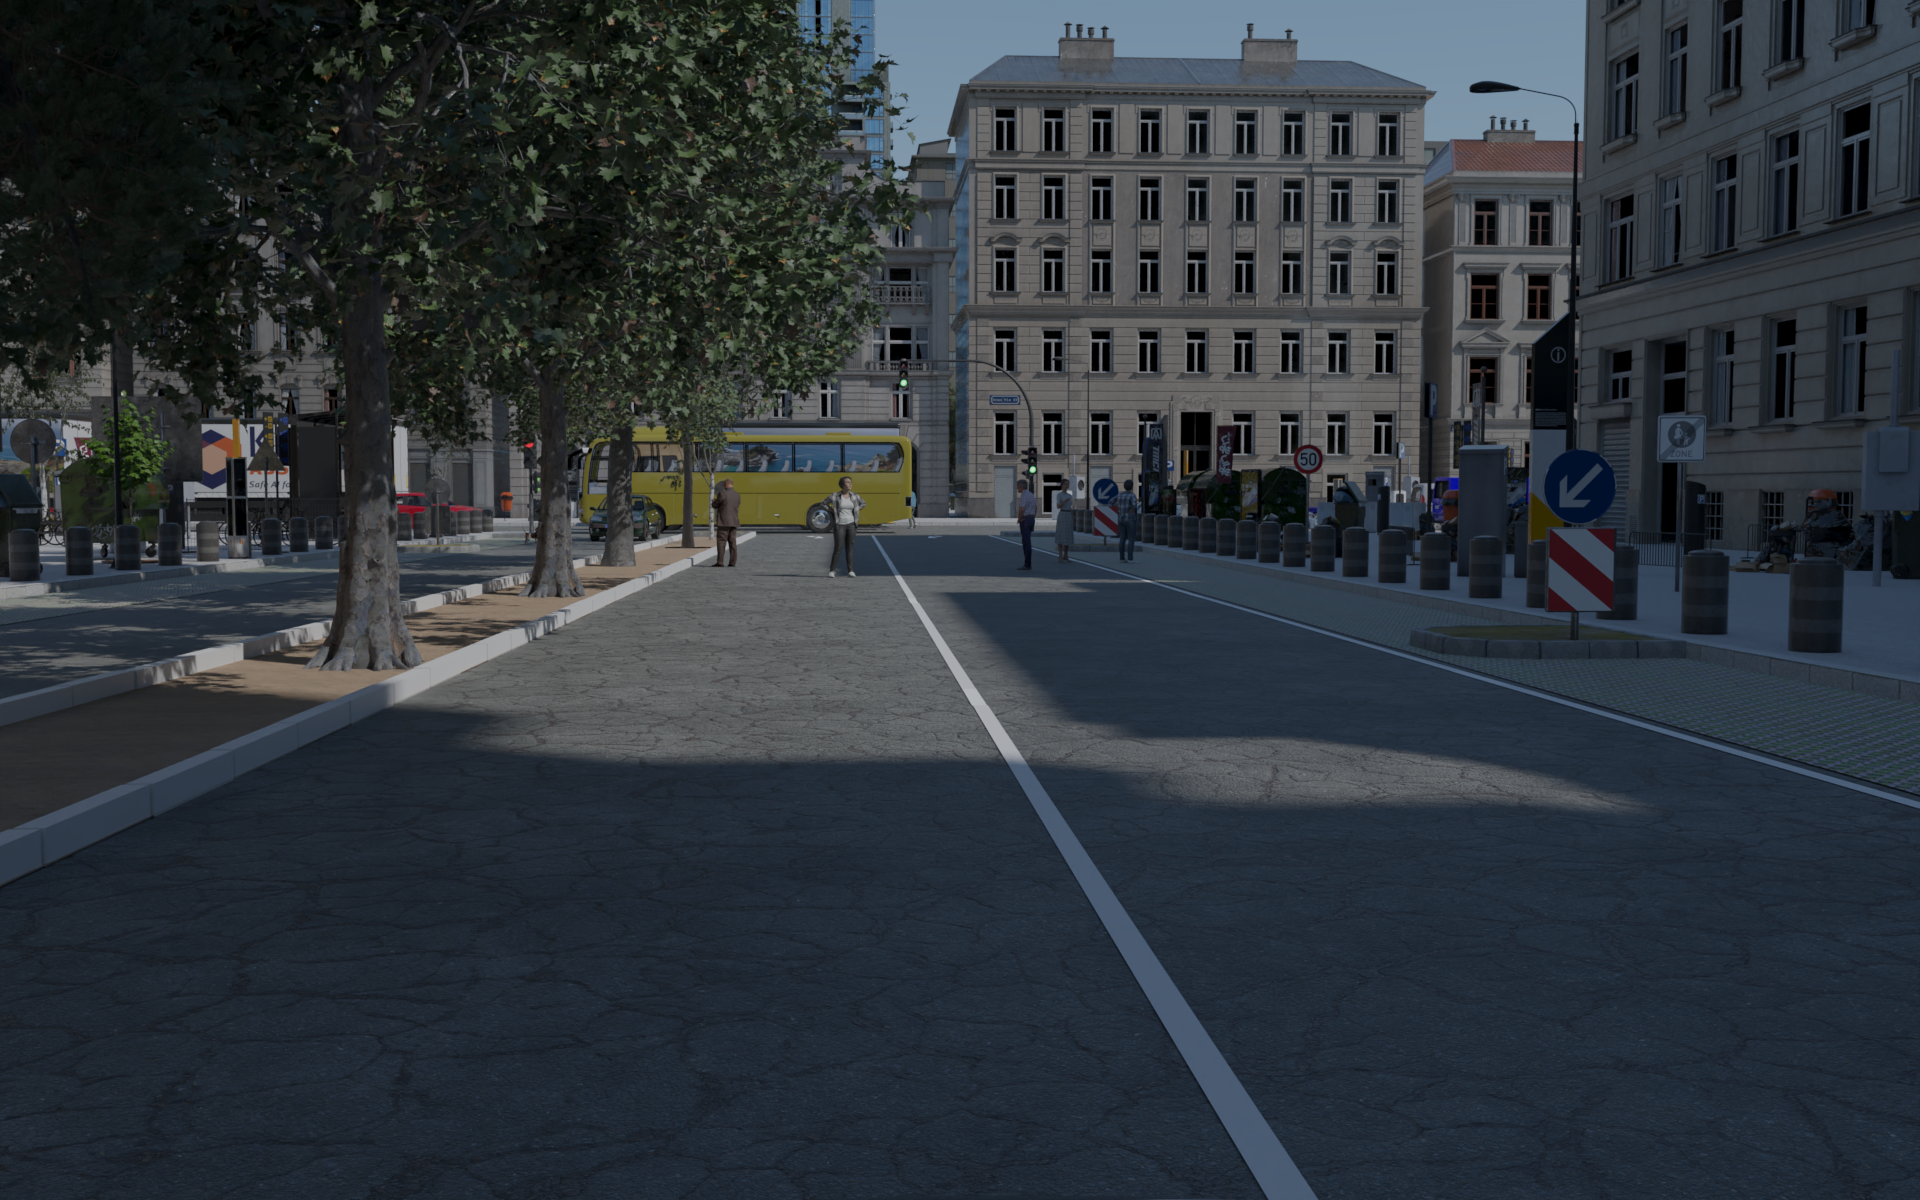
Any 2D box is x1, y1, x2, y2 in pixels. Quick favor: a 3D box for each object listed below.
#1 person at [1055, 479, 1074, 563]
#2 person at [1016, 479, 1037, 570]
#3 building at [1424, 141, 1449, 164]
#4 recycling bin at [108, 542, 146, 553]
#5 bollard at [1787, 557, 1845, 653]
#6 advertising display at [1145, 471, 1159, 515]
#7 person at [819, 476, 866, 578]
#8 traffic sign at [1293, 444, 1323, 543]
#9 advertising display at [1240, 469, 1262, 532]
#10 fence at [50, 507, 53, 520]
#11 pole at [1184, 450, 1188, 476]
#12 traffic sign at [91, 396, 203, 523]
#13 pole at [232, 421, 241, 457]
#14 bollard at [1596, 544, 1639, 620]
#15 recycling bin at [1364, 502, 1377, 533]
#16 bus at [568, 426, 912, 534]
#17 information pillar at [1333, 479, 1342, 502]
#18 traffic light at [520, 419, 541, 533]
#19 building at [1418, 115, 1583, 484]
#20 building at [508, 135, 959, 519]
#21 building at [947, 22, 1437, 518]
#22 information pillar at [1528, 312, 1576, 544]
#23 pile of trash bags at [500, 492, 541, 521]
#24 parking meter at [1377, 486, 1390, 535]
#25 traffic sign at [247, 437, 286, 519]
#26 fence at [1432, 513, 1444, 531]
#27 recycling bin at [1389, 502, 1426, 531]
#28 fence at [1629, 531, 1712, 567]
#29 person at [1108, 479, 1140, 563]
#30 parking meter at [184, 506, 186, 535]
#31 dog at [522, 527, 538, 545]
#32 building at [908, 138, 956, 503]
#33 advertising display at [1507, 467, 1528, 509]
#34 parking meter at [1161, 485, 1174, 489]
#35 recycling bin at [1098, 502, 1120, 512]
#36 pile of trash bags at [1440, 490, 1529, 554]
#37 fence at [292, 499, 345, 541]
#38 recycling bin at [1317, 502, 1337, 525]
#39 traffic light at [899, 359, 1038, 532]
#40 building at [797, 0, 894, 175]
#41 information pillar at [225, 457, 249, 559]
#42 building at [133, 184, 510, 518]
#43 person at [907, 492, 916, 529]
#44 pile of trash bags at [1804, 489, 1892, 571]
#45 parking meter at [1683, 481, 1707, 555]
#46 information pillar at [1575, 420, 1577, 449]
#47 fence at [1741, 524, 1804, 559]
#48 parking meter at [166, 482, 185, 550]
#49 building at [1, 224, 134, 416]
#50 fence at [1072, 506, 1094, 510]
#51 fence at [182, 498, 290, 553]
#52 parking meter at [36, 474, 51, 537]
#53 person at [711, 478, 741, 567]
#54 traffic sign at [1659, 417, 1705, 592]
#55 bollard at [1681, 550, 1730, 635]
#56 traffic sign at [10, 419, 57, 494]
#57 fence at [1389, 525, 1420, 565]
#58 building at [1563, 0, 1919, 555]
[{"bbox_3d":[2.239,-1.658,36.174,0.480,1.755,0.524,-3,5,-43],"label":"person"},{"bbox_3d":[1.201,-1.426,32.760,0.436,1.711,0.756,2,4,32],"label":"person"},{"bbox_3d":[57.406,-31.812,203.726,14.086,41.232,14.154,0,4,-4],"label":"building"},{"bbox_3d":[-18.215,-1.548,37.858,0.722,1.027,0.722,-2,4,-29],"label":"recycling bin"},{"bbox_3d":[6.982,0.036,14.127,0.404,0.777,0.398,0,3,0],"label":"bollard"},{"bbox_3d":[5.435,-2.681,49.042,0.123,1.923,0.974,2,4,24],"label":"advertising display"},{"bbox_3d":[-1.991,-1.258,29.786,0.841,1.734,0.376,-1,4,-18],"label":"person"},{"bbox_3d":[8.903,-2.706,44.355,0.768,2.556,0.104,0,4,2],"label":"traffic sign"},{"bbox_3d":[7.470,-2.402,44.481,0.123,1.923,0.974,-1,4,-17],"label":"advertising display"},{"bbox_3d":[-29.491,-2.667,54.802,0.480,1.192,2.264,1,4,17],"label":"fence"},{"bbox_3d":[10.508,-5.308,80.631,0.158,3.312,0.155,0,3,0],"label":"pole"},{"bbox_3d":[-16.907,-2.579,36.039,2.265,3.308,0.079,0,4,-1],"label":"traffic sign"},{"bbox_3d":[-19.682,-3.262,47.176,0.158,3.312,0.155,0,3,0],"label":"pole"},{"bbox_3d":[6.744,-0.187,17.773,0.404,0.777,0.398,0,3,0],"label":"bollard"},{"bbox_3d":[13.253,-2.727,57.136,0.722,1.027,0.722,-1,4,-20],"label":"recycling bin"},{"bbox_3d":[-7.948,-4.396,63.420,12.252,3.916,2.896,0,4,-5],"label":"bus"},{"bbox_3d":[18.157,-4.820,83.300,0.304,2.012,0.304,-3,5,-42],"label":"information pillar"},{"bbox_3d":[-14.278,-4.205,57.677,0.839,4.253,0.868,0,4,-4],"label":"traffic light"},{"bbox_3d":[35.857,-16.044,98.471,21.152,22.565,11.583,0,4,-4],"label":"building"},{"bbox_3d":[-12.475,-15.599,96.849,24.055,21.916,13.314,0,4,-4],"label":"building"},{"bbox_3d":[12.152,-18.318,96.761,25.104,27.353,12.463,0,4,-4],"label":"building"},{"bbox_3d":[7.603,-1.895,22.341,0.504,3.616,0.183,0,4,-8],"label":"information pillar"},{"bbox_3d":[-20.224,-4.444,82.406,3.447,1.369,1.912,0,4,7],"label":"pile of trash bags"},{"bbox_3d":[13.188,-2.782,53.893,0.372,1.533,0.369,0,3,0],"label":"parking meter"},{"bbox_3d":[-15.930,-2.432,39.773,0.884,2.594,0.081,0,4,-2],"label":"traffic sign"},{"bbox_3d":[14.780,-2.294,52.889,0.278,0.683,2.069,-1,4,-10],"label":"fence"},{"bbox_3d":[13.225,-2.352,51.004,0.722,1.027,0.722,-3,5,-42],"label":"recycling bin"},{"bbox_3d":[10.993,-0.703,26.868,0.278,0.683,2.069,-1,4,-14],"label":"fence"},{"bbox_3d":[3.439,-1.620,35.706,0.376,1.734,0.841,-2,4,-31],"label":"person"},{"bbox_3d":[-24.658,-2.829,54.658,0.372,1.533,0.369,0,3,0],"label":"parking meter"},{"bbox_3d":[-12.153,-1.829,49.185,0.406,0.507,0.540,0,4,3],"label":"dog"},{"bbox_3d":[5.845,-41.330,264.989,27.495,52.752,28.713,0,4,-4],"label":"building"},{"bbox_3d":[13.112,-2.200,41.180,0.974,1.923,0.123,-2,4,-31],"label":"advertising display"},{"bbox_3d":[5.968,-2.537,49.885,0.372,1.533,0.369,0,3,0],"label":"parking meter"},{"bbox_3d":[4.650,-2.502,53.462,0.722,1.027,0.722,0,4,-2],"label":"recycling bin"},{"bbox_3d":[11.552,-1.685,37.308,3.447,1.369,1.912,-3,4,-37],"label":"pile of trash bags"},{"bbox_3d":[-16.735,-2.040,44.551,2.264,1.192,0.480,-1,4,-9],"label":"fence"},{"bbox_3d":[11.405,-2.474,53.010,0.722,1.027,0.722,3,5,39],"label":"recycling bin"},{"bbox_3d":[0.315,-5.128,58.504,4.771,5.953,1.251,0,4,-4],"label":"traffic light"},{"bbox_3d":[-23.072,-57.816,257.961,31.000,86.520,22.319,0,4,-4],"label":"building"},{"bbox_3d":[-14.304,-1.822,34.281,0.304,2.012,0.304,3,5,43],"label":"information pillar"},{"bbox_3d":[-33.658,-14.934,93.326,18.267,20.994,9.793,0,4,-4],"label":"building"},{"bbox_3d":[-2.001,-3.807,71.094,0.444,1.785,0.601,3,5,45],"label":"person"},{"bbox_3d":[15.764,-1.266,30.458,1.912,1.369,3.447,0,4,2],"label":"pile of trash bags"},{"bbox_3d":[14.055,-1.512,33.132,0.372,1.533,0.369,0,3,0],"label":"parking meter"},{"bbox_3d":[17.546,-3.559,49.542,0.504,3.616,0.183,-1,4,-19],"label":"information pillar"},{"bbox_3d":[15.986,-1.111,33.547,0.278,0.683,2.069,-1,4,-17],"label":"fence"},{"bbox_3d":[-18.160,-2.099,40.022,0.399,1.863,0.255,1,4,19],"label":"parking meter"},{"bbox_3d":[-55.091,-18.699,93.116,23.554,28.519,14.401,0,4,-4],"label":"building"},{"bbox_3d":[6.218,-4.187,83.833,2.069,0.683,0.278,0,4,3],"label":"fence"},{"bbox_3d":[-15.765,-1.613,37.577,2.264,1.192,0.480,0,4,6],"label":"fence"},{"bbox_3d":[-27.380,-2.812,51.694,0.399,1.863,0.255,2,4,31],"label":"parking meter"},{"bbox_3d":[-4.644,-1.527,34.149,0.600,1.739,0.565,1,4,16],"label":"person"},{"bbox_3d":[9.412,-1.256,22.665,0.606,2.300,0.079,0,4,3],"label":"traffic sign"},{"bbox_3d":[6.862,-0.075,15.950,0.404,0.777,0.398,0,3,0],"label":"bollard"},{"bbox_3d":[-15.647,-1.783,29.258,0.768,2.556,0.104,0,4,-2],"label":"traffic sign"},{"bbox_3d":[8.193,-1.026,32.149,0.278,0.683,2.069,0,4,1],"label":"fence"},{"bbox_3d":[25.288,-12.273,33.951,16.112,22.955,30.059,0,4,-4],"label":"building"}]
